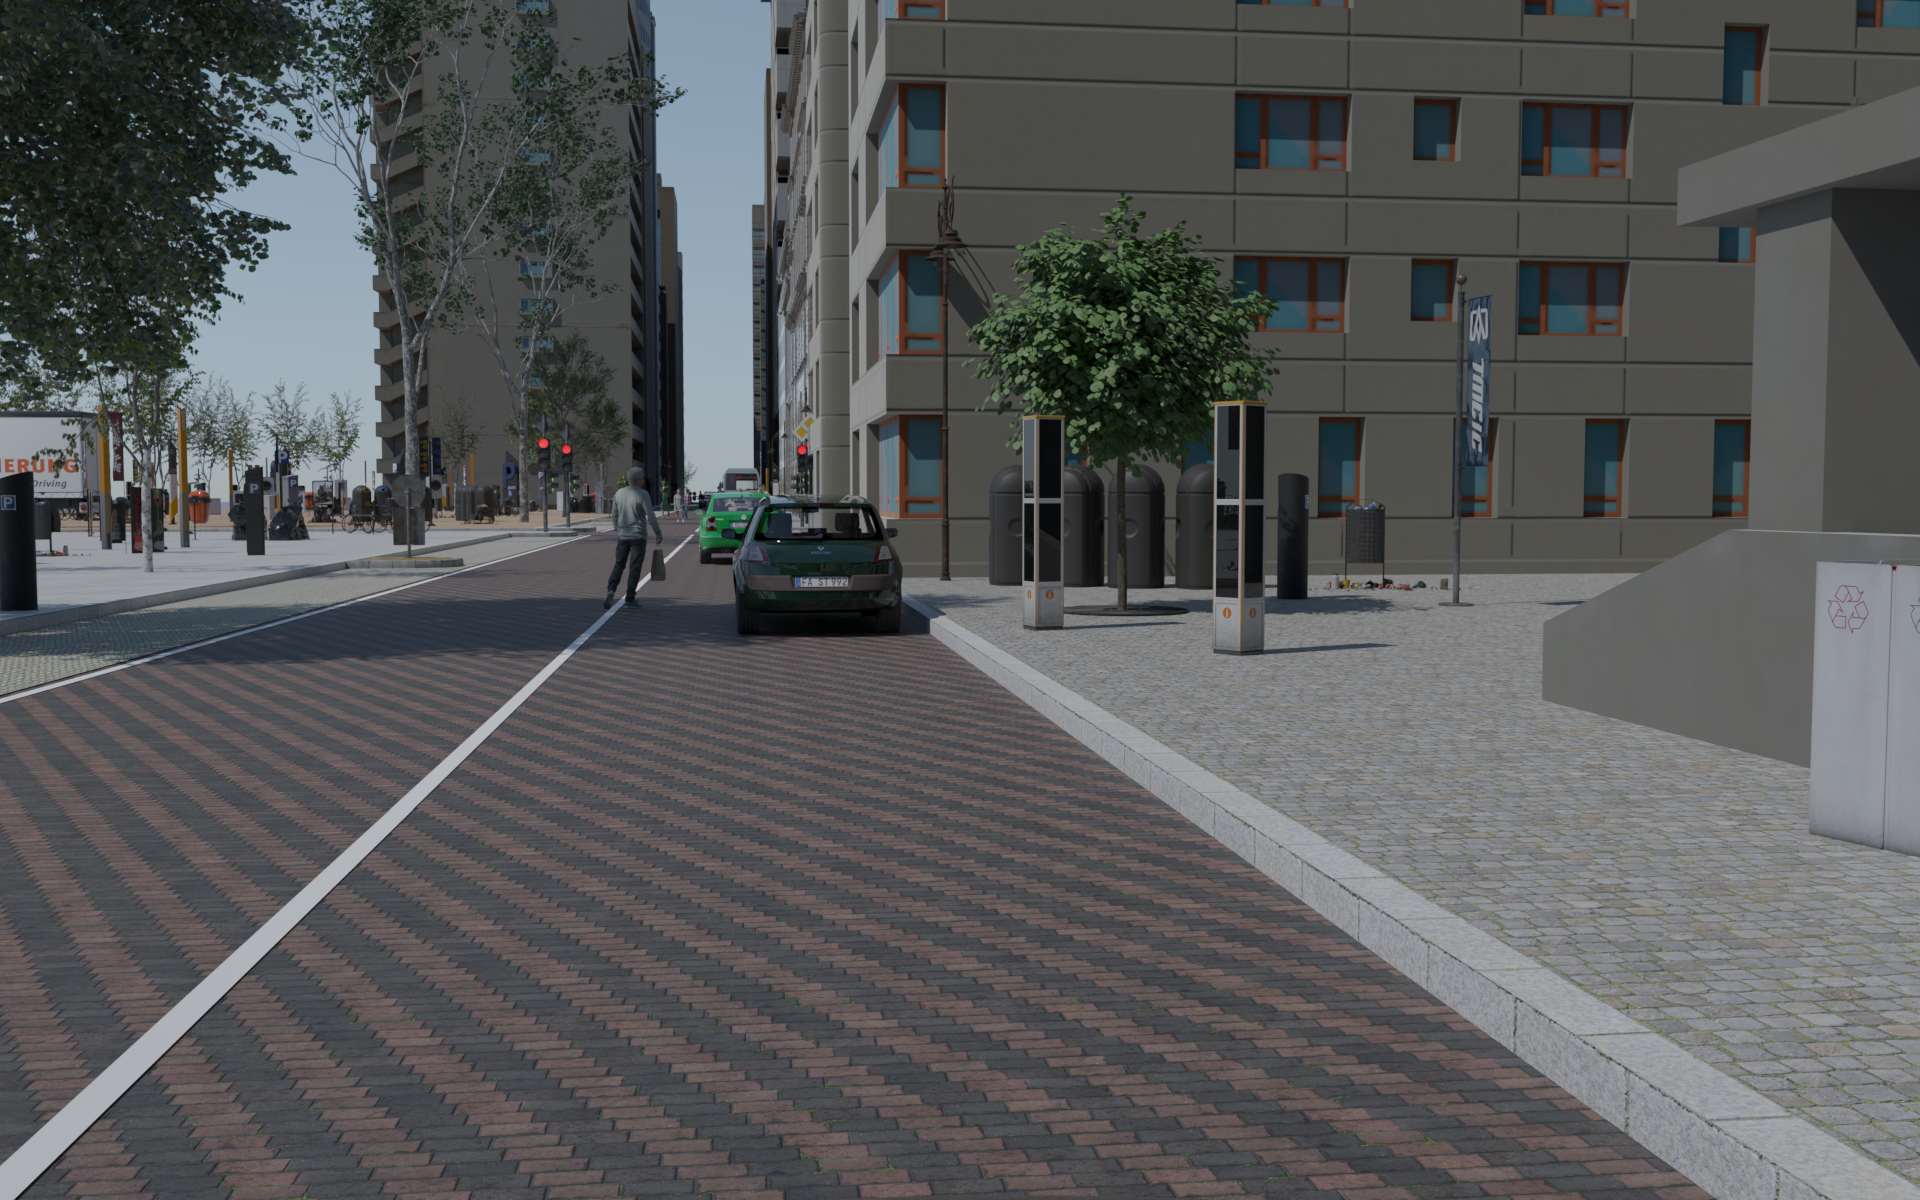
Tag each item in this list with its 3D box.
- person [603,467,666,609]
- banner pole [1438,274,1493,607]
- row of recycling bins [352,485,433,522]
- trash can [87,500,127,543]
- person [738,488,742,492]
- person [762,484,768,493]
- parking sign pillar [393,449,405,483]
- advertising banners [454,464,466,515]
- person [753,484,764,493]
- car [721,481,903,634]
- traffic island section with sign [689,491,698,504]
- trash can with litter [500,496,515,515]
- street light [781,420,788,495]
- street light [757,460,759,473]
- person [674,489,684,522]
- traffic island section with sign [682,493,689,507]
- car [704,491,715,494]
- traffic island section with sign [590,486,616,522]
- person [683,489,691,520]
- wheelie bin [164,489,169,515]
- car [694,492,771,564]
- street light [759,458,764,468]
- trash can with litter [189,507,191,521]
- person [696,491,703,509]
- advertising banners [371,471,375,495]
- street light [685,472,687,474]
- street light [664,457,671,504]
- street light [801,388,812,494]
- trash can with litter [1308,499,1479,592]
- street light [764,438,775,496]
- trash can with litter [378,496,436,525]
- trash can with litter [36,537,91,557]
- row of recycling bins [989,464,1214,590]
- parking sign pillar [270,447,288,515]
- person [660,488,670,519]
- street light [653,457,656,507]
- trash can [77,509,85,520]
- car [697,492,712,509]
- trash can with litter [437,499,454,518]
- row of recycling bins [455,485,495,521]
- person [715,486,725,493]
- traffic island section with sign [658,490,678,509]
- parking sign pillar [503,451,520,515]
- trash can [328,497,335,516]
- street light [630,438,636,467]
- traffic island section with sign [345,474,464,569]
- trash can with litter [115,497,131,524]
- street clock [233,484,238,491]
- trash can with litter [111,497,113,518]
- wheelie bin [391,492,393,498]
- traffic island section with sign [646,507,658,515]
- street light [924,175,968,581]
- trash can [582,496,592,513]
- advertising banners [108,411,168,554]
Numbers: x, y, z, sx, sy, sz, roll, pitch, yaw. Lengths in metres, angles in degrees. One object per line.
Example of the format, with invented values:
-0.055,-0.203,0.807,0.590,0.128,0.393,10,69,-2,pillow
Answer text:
-4.039,-0.774,21.633,0.782,1.767,0.515,1,4,22,person
5.757,-1.807,19.568,0.401,3.779,0.863,-1,4,-14,banner pole
-26.356,-4.483,80.408,3.534,1.692,1.069,-1,4,-22,row of recycling bins
-22.107,-2.050,45.167,0.748,1.137,0.748,0,3,0,trash can
-12.743,-5.607,100.533,0.624,1.780,0.694,2,4,32,person
-8.197,-3.883,72.085,0.679,1.850,0.850,3,4,37,person
-33.131,-6.964,102.332,1.447,3.967,1.447,0,4,-5,parking sign pillar
-29.302,-6.446,101.583,0.090,3.025,2.074,-2,4,-35,advertising banners
-8.029,-3.709,69.113,0.622,1.834,0.822,-3,5,-44,person
-1.640,-0.576,19.205,2.009,1.686,4.222,0,4,-8,car
-38.429,-14.576,246.946,1.989,1.847,2.006,0,4,-7,traffic island section with sign
-27.397,-5.684,104.313,0.624,1.170,1.055,3,4,37,trash can with litter
-10.937,-8.273,108.054,0.468,5.910,1.993,0,4,-7,street light
-25.075,-14.960,217.381,0.468,5.910,1.993,0,4,-7,street light
-14.372,-4.833,88.528,0.512,1.701,0.522,-1,4,-20,person
-31.259,-11.190,191.591,1.989,1.847,2.006,0,4,-7,traffic island section with sign
-33.280,-13.570,230.545,2.281,1.827,5.304,0,4,-8,car
-17.997,-4.927,89.181,1.989,1.847,2.006,0,4,-7,traffic island section with sign
-15.402,-5.392,97.493,0.643,1.720,0.563,-2,4,-24,person
-48.974,-6.029,106.475,0.693,1.594,0.980,2,4,35,wheelie bin
-4.693,-1.726,37.022,1.959,1.807,4.718,-1,4,-9,car
-20.704,-12.871,183.224,0.468,5.910,1.993,0,4,-7,street light
-36.640,-4.362,82.702,1.055,1.170,0.624,-1,4,-11,trash can with litter
-25.809,-9.930,171.382,0.750,1.759,0.617,-2,4,-34,person
-44.673,-8.251,131.087,0.090,3.025,2.074,-3,5,-41,advertising banners
-46.458,-19.624,293.638,0.468,5.910,1.993,0,4,-7,street light
-35.898,-14.581,211.184,0.468,5.910,1.993,0,4,-7,street light
-6.561,-6.188,73.969,0.468,5.910,1.993,0,4,-7,street light
5.863,-0.752,23.357,2.233,1.210,1.678,1,4,13,trash can with litter
-16.439,-10.810,149.533,0.468,5.910,1.993,0,4,-7,street light
-23.308,-3.747,72.324,2.233,1.210,1.678,-2,4,-32,trash can with litter
-19.362,-1.510,35.749,2.233,1.210,1.678,0,4,0,trash can with litter
2.060,-1.032,23.978,3.534,1.692,1.069,1,4,21,row of recycling bins
-38.559,-6.702,98.045,1.447,3.967,1.447,0,4,4,parking sign pillar
-16.805,-5.502,98.710,0.529,1.795,0.600,1,4,9,person
-31.290,-12.463,176.564,0.468,5.910,1.993,0,4,-7,street light
-44.076,-4.612,87.066,0.748,1.137,0.748,0,3,0,trash can
-24.156,-9.542,165.793,2.009,1.686,4.222,-1,4,-9,car
-27.784,-5.039,93.439,1.678,1.210,2.233,1,4,23,trash can with litter
-22.980,-4.573,81.880,1.069,1.692,3.534,-2,4,-35,row of recycling bins
-11.712,-4.706,85.244,0.655,1.846,0.447,-3,4,-39,person
-27.800,-9.555,164.858,1.989,1.847,2.006,0,4,-7,traffic island section with sign
-27.785,-7.280,107.504,1.447,3.967,1.447,2,4,34,parking sign pillar
-36.173,-5.364,99.361,0.748,1.137,0.748,0,3,0,trash can
-26.976,-10.403,142.879,0.468,5.910,1.993,0,4,-7,street light
-10.866,-1.555,34.048,1.989,1.847,2.006,0,4,-7,traffic island section with sign
-36.337,-3.919,75.467,1.055,1.170,0.624,3,5,41,trash can with litter
-54.319,-7.662,129.845,0.471,2.002,0.358,0,4,-4,street clock
-49.375,-5.386,99.125,1.678,1.210,2.233,0,4,2,trash can with litter
-45.346,-7.911,137.249,0.980,1.594,0.693,3,5,43,wheelie bin
-21.467,-6.562,115.913,1.989,1.847,2.006,0,4,-7,traffic island section with sign
-0.214,-3.224,25.494,0.468,5.910,1.993,0,4,-7,street light
-24.986,-6.385,116.055,0.748,1.137,0.748,0,3,0,trash can
-17.796,-2.525,37.479,0.090,3.025,2.074,0,4,6,advertising banners
